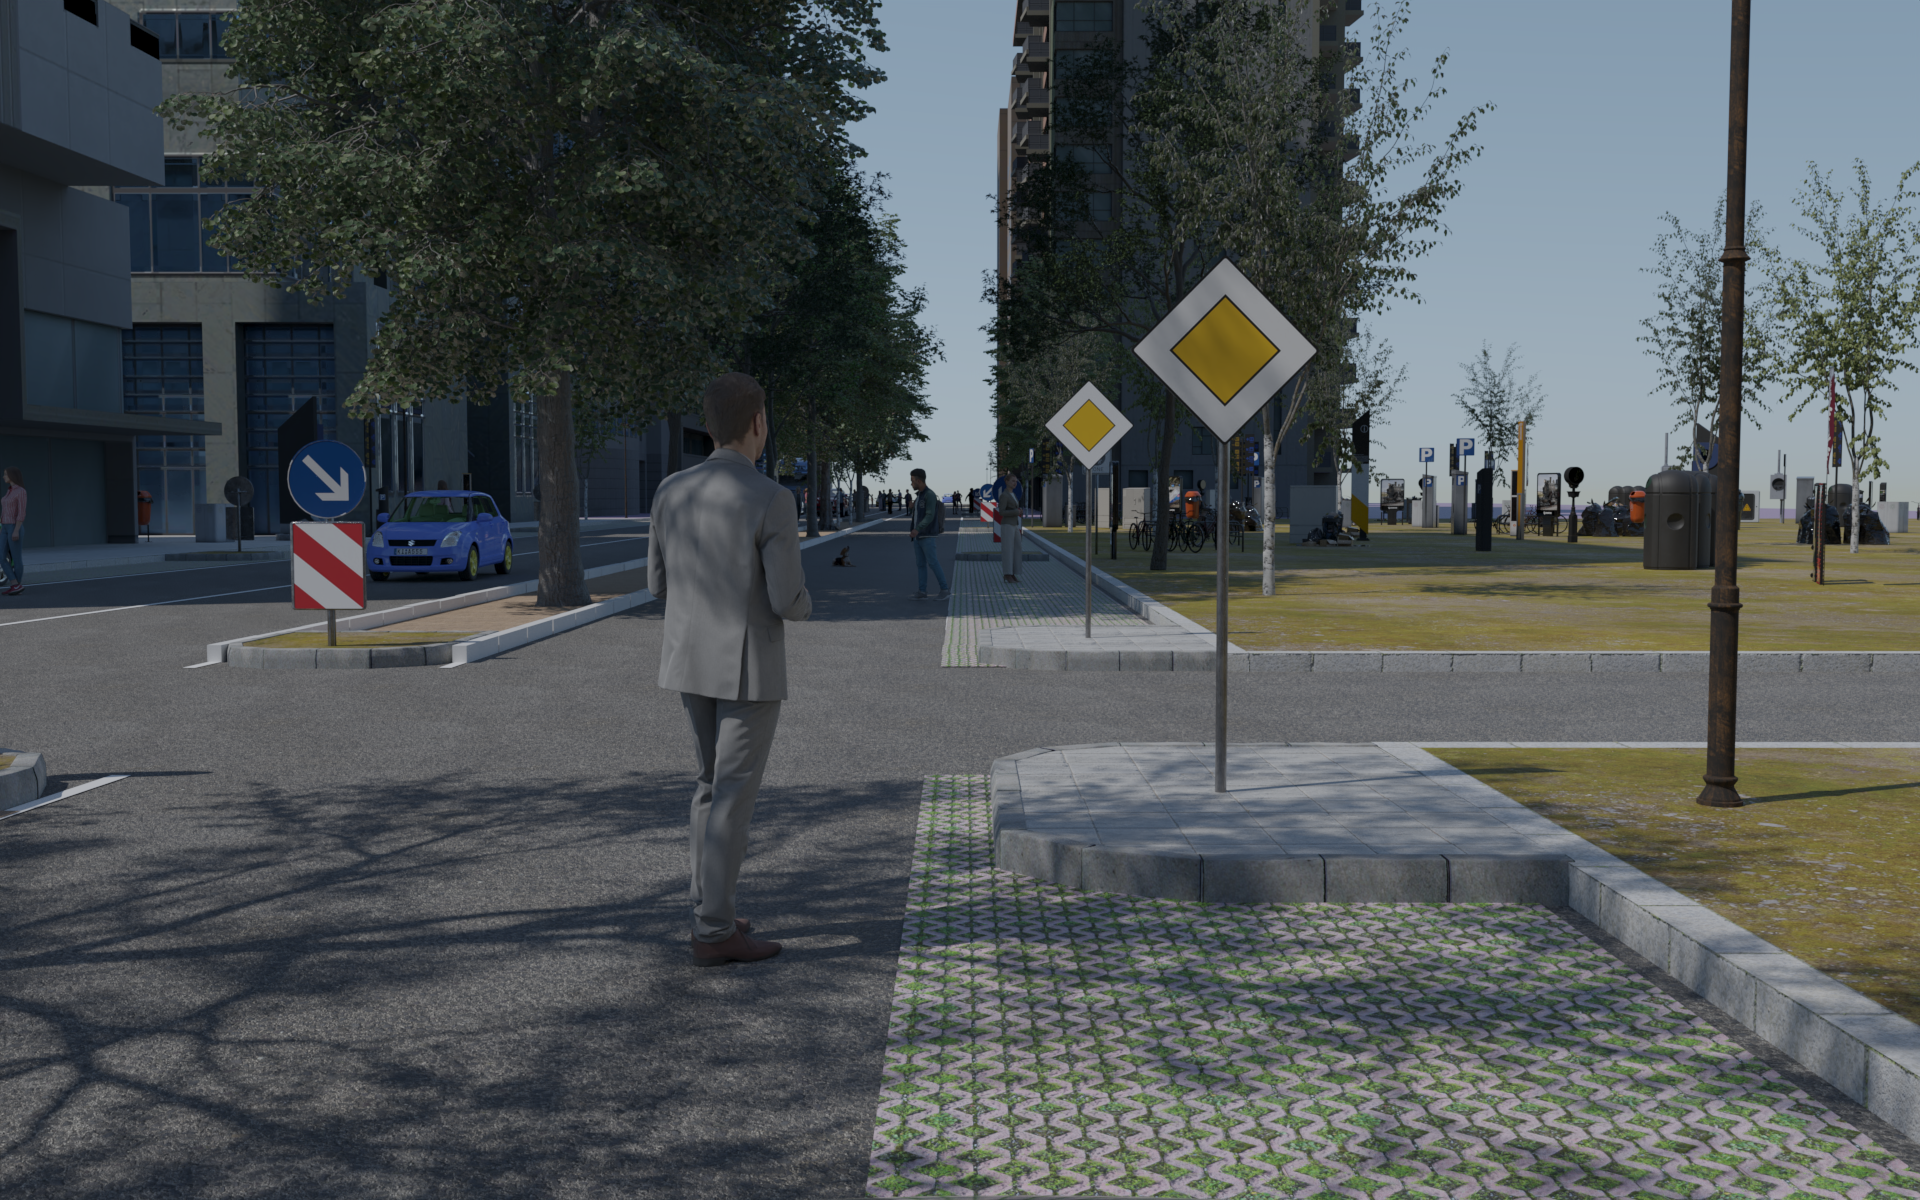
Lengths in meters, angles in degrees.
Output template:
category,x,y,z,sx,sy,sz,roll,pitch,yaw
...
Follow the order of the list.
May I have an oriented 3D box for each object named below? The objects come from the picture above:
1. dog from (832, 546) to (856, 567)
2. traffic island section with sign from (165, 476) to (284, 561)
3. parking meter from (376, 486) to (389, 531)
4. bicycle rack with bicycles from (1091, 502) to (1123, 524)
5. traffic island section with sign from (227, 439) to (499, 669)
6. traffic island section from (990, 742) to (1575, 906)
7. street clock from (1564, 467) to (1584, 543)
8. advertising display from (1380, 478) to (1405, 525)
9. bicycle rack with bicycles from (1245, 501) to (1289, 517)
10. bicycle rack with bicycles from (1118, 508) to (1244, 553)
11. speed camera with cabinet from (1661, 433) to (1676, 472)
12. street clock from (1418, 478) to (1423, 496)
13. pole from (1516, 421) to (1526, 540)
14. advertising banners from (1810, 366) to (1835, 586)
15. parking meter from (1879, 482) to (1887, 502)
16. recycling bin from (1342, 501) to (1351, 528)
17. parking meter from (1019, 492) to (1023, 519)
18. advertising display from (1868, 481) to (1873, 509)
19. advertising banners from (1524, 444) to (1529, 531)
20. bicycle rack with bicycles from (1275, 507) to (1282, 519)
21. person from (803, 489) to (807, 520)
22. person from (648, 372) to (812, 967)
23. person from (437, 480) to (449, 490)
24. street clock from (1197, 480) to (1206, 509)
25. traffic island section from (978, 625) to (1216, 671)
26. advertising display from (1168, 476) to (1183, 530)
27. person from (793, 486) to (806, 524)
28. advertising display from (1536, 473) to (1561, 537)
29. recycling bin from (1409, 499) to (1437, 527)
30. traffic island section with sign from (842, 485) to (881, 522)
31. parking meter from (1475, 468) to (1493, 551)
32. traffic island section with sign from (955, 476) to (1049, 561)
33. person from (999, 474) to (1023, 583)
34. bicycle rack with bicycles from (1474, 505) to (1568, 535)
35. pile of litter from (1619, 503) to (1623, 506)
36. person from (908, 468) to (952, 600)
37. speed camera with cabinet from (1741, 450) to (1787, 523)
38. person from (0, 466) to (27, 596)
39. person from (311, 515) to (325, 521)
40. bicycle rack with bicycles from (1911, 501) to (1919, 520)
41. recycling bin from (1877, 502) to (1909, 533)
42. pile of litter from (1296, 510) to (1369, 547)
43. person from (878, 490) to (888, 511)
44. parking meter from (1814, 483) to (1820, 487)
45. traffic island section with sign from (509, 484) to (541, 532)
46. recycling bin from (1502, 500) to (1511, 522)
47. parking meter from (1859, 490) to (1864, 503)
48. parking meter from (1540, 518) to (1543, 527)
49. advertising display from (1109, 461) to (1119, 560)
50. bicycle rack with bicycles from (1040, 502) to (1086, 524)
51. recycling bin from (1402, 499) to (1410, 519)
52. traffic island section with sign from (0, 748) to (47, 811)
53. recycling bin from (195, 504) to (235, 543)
category,x,y,z,sx,sy,sz,roll,pitch,yaw
dog,-2.286,-0.871,34.434,0.550,0.427,0.748,0,4,6
traffic island section with sign,-15.922,-1.782,37.766,1.989,1.847,2.006,0,4,0
parking meter,-17.532,-2.701,52.571,0.372,1.533,0.369,0,3,0
bicycle rack with bicycles,7.198,-3.430,69.462,2.925,0.926,2.852,-2,4,-32
traffic island section with sign,-5.287,-0.428,15.134,2.006,1.907,1.989,0,4,0
traffic island section,1.143,0.906,7.472,2.009,0.180,2.903,0,4,0
street clock,16.197,-2.518,45.734,0.471,2.002,0.358,-1,4,-12
advertising display,17.878,-4.062,71.635,0.974,1.923,0.123,0,4,7
bicycle rack with bicycles,15.507,-4.652,89.447,2.925,0.926,2.852,-1,4,-20
bicycle rack with bicycles,5.155,-1.555,38.807,2.852,0.926,2.925,0,4,-5
speed camera with cabinet,22.762,-3.723,55.208,0.660,3.252,2.038,1,4,17
street clock,20.460,-4.397,76.461,0.471,2.002,0.358,1,4,14
pole,15.737,-3.347,48.563,0.158,3.312,0.155,0,3,0
advertising banners,12.255,-1.737,24.595,0.090,3.025,2.074,1,4,22
parking meter,45.682,-4.895,85.744,0.255,1.863,0.399,3,4,39
recycling bin,14.587,-3.311,66.685,0.722,1.027,0.722,-1,4,-18
parking meter,3.090,-4.979,89.813,0.372,1.533,0.369,0,3,0
advertising display,44.671,-4.879,84.978,0.123,1.923,0.974,2,4,31
advertising banners,19.520,-3.898,59.920,0.090,3.025,2.074,2,4,26
bicycle rack with bicycles,5.913,-1.823,43.193,2.925,0.926,2.852,-3,5,-41
person,-8.329,-5.273,95.431,0.721,1.743,1.217,0,4,2
person,-0.657,0.202,5.403,0.606,1.804,0.583,2,4,30
person,-11.621,-1.825,38.928,0.593,1.750,0.643,2,4,28
street clock,12.196,-5.071,87.480,0.358,2.002,0.471,3,5,43
traffic island section,1.163,0.417,15.457,2.009,0.180,2.903,0,4,0
advertising display,7.563,-3.462,61.819,0.123,1.923,0.974,-3,4,-36
person,-7.611,-4.498,82.227,0.709,1.800,0.728,-1,4,-17
advertising display,17.768,-2.879,52.285,0.123,1.923,0.974,-1,4,-20
recycling bin,18.240,-3.394,68.042,0.722,1.027,0.722,3,5,41
traffic island section with sign,-5.107,-5.024,90.272,2.006,1.907,1.989,0,4,0
parking meter,11.790,-2.034,38.960,0.255,1.863,0.399,0,4,-4
traffic island section with sign,0.899,-1.771,37.584,1.989,1.847,2.006,0,4,0
person,0.839,-1.144,27.754,0.362,1.759,0.519,2,4,25
bicycle rack with bicycles,18.002,-2.577,55.512,2.925,0.926,2.852,1,4,16
pile of litter,30.623,-4.065,80.428,1.719,0.858,1.176,2,4,32
person,-0.476,-0.891,23.424,0.721,1.781,0.623,-2,4,-31
speed camera with cabinet,35.835,-5.083,77.446,2.038,3.252,0.660,2,4,25
person,-13.460,-0.982,24.562,0.555,1.821,0.388,2,4,26
person,-11.348,-1.265,30.990,0.330,1.601,0.589,1,4,21
bicycle rack with bicycles,47.606,-4.332,84.205,2.852,0.926,2.925,3,4,39
recycling bin,30.965,-2.749,57.502,0.722,1.027,0.722,-2,4,-35
pile of litter,9.189,-1.754,42.640,1.719,0.858,1.176,1,4,22
person,-6.474,-8.457,146.855,0.705,1.814,1.350,-3,5,-44
parking meter,43.920,-5.081,88.793,0.399,1.863,0.255,-3,5,-40
traffic island section with sign,-15.849,-3.469,65.338,1.989,1.847,2.006,0,4,0
recycling bin,22.893,-3.630,71.903,0.722,1.027,0.722,1,4,20
parking meter,44.146,-4.685,85.005,0.372,1.533,0.369,0,3,0
parking meter,22.452,-3.732,66.727,0.255,1.863,0.399,0,4,2
advertising display,3.033,-1.772,34.181,0.123,1.923,0.974,0,4,1
bicycle rack with bicycles,5.129,-4.020,79.108,2.852,0.926,2.925,2,4,29
recycling bin,23.274,-4.692,89.261,0.722,1.027,0.722,-1,4,-18
traffic island section with sign,-5.315,0.025,7.727,2.006,1.907,1.989,0,4,0
recycling bin,-19.841,-2.053,46.117,0.722,1.027,0.722,1,4,19
